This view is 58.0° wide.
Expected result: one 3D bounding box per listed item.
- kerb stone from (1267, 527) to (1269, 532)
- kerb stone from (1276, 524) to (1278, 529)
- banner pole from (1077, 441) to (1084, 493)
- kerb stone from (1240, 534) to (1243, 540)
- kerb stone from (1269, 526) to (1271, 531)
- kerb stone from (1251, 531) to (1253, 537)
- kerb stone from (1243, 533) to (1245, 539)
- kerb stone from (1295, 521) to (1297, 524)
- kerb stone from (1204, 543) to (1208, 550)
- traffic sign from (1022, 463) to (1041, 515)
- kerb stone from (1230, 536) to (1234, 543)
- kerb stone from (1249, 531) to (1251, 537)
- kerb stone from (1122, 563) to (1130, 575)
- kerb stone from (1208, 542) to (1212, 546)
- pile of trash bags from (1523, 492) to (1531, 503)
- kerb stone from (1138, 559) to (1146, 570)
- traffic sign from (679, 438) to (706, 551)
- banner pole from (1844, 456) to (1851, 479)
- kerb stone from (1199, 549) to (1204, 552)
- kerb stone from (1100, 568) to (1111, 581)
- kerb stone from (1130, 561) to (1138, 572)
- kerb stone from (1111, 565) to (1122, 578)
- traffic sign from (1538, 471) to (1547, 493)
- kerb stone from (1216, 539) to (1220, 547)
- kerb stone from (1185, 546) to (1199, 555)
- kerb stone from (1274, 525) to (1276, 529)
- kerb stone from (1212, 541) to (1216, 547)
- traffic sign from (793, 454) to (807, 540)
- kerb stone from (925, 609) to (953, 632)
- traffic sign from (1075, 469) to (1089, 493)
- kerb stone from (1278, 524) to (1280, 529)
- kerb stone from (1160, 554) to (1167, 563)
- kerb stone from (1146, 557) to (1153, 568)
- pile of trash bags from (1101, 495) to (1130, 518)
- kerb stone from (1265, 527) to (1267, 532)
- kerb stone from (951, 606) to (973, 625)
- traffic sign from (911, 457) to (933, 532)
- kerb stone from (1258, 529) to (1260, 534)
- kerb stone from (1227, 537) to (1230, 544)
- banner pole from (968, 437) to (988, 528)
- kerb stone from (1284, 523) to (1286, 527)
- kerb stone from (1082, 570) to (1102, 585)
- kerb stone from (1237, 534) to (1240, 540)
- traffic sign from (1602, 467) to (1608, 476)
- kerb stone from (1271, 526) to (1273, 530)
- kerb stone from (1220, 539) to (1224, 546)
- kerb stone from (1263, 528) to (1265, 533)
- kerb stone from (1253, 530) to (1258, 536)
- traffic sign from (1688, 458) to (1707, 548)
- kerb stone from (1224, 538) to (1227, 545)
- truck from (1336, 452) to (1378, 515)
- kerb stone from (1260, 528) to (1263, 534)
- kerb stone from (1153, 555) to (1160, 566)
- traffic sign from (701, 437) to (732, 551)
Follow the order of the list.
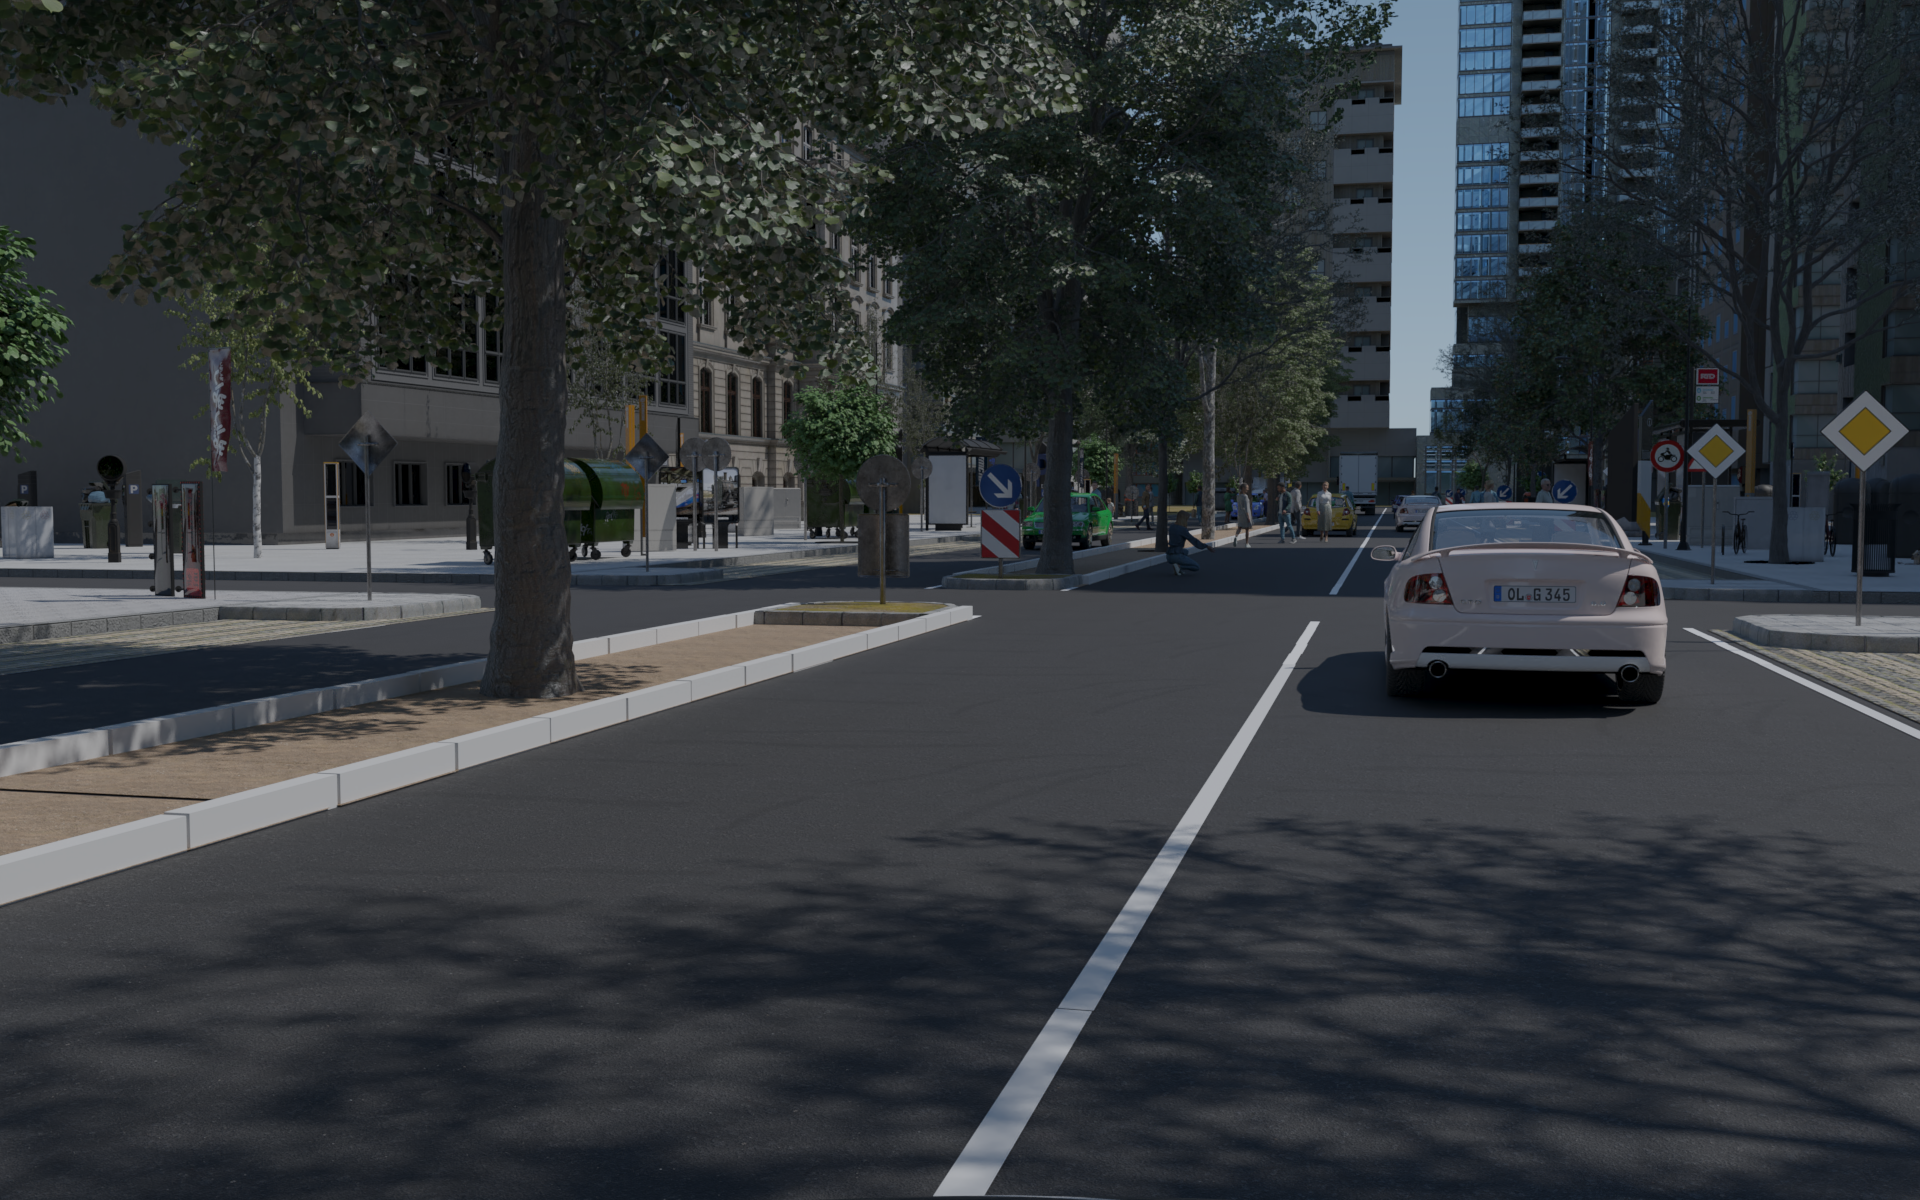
[{"bbox_3d":[11.331,-2.595,64.634,0.120,0.150,1.000,1,4,14],"label":"kerb stone"},{"bbox_3d":[12.588,-2.899,69.634,0.120,0.150,1.000,1,4,14],"label":"kerb stone"},{"bbox_3d":[5.707,-5.636,82.164,0.401,3.779,0.863,-1,4,-19],"label":"banner pole"},{"bbox_3d":[8.586,-1.925,53.701,0.120,0.150,1.000,1,4,14],"label":"kerb stone"},{"bbox_3d":[11.588,-2.653,65.632,0.120,0.150,1.000,1,4,14],"label":"kerb stone"},{"bbox_3d":[9.586,-2.166,57.667,0.120,0.150,1.000,1,4,14],"label":"kerb stone"},{"bbox_3d":[8.843,-1.987,54.690,0.120,0.150,1.000,1,4,14],"label":"kerb stone"},{"bbox_3d":[17.086,-3.990,87.536,0.120,0.150,1.000,1,4,14],"label":"kerb stone"},{"bbox_3d":[6.087,-1.319,43.755,0.120,0.150,1.000,1,4,14],"label":"kerb stone"},{"bbox_3d":[2.894,-4.300,70.417,0.768,2.556,0.104,1,4,19],"label":"traffic sign"},{"bbox_3d":[7.841,-1.744,50.715,0.120,0.150,1.000,1,4,14],"label":"kerb stone"},{"bbox_3d":[9.345,-2.109,56.674,0.120,0.150,1.000,1,4,14],"label":"kerb stone"},{"bbox_3d":[2.842,-0.525,30.835,0.120,0.150,1.000,1,4,14],"label":"kerb stone"},{"bbox_3d":[6.343,-1.380,44.754,0.120,0.150,1.000,1,4,14],"label":"kerb stone"},{"bbox_3d":[29.905,-4.837,88.830,1.912,1.369,3.447,-1,4,-14],"label":"pile of trash bags"},{"bbox_3d":[3.346,-0.650,32.822,0.120,0.150,1.000,1,4,14],"label":"kerb stone"},{"bbox_3d":[-5.986,-2.383,39.073,0.768,2.556,0.104,1,4,16],"label":"traffic sign"},{"bbox_3d":[39.757,-5.340,77.322,0.863,3.779,0.401,1,4,22],"label":"banner pole"},{"bbox_3d":[5.840,-1.258,42.763,0.120,0.150,1.000,1,4,14],"label":"kerb stone"},{"bbox_3d":[2.341,-0.407,28.845,0.120,0.150,1.000,1,4,14],"label":"kerb stone"},{"bbox_3d":[3.095,-0.589,31.825,0.120,0.150,1.000,1,4,14],"label":"kerb stone"},{"bbox_3d":[2.603,-0.467,29.834,0.120,0.150,1.000,1,4,14],"label":"kerb stone"},{"bbox_3d":[32.041,-5.854,95.820,0.768,2.556,0.104,1,4,22],"label":"traffic sign"},{"bbox_3d":[6.839,-1.501,46.741,0.120,0.150,1.000,1,4,14],"label":"kerb stone"},{"bbox_3d":[5.592,-1.197,41.771,0.120,0.150,1.000,1,4,14],"label":"kerb stone"},{"bbox_3d":[12.346,-2.839,68.632,0.120,0.150,1.000,1,4,14],"label":"kerb stone"},{"bbox_3d":[6.596,-1.440,45.747,0.120,0.150,1.000,1,4,14],"label":"kerb stone"},{"bbox_3d":[-4.277,-2.921,47.857,0.768,2.556,0.104,2,4,23],"label":"traffic sign"},{"bbox_3d":[-0.284,0.234,18.377,0.120,0.150,1.000,1,4,14],"label":"kerb stone"},{"bbox_3d":[6.100,-5.299,86.746,0.768,2.556,0.104,1,4,20],"label":"traffic sign"},{"bbox_3d":[12.835,-2.960,70.626,0.120,0.150,1.000,1,4,14],"label":"kerb stone"},{"bbox_3d":[4.092,-0.830,35.803,0.120,0.150,1.000,1,4,14],"label":"kerb stone"},{"bbox_3d":[3.588,-0.710,33.815,0.120,0.150,1.000,1,4,14],"label":"kerb stone"},{"bbox_3d":[8.302,-5.210,94.931,3.447,1.369,1.912,-3,5,-42],"label":"pile of trash bags"},{"bbox_3d":[11.085,-2.535,63.642,0.120,0.150,1.000,1,4,14],"label":"kerb stone"},{"bbox_3d":[-0.036,0.173,19.373,0.120,0.150,1.000,1,4,14],"label":"kerb stone"},{"bbox_3d":[-1.309,-3.606,59.066,0.768,2.556,0.104,1,4,16],"label":"traffic sign"},{"bbox_3d":[10.339,-2.349,60.667,0.120,0.150,1.000,1,4,14],"label":"kerb stone"},{"bbox_3d":[7.586,-1.680,49.723,0.120,0.150,1.000,1,4,14],"label":"kerb stone"},{"bbox_3d":[0.665,-4.678,66.499,0.863,3.779,0.401,0,4,-7],"label":"banner pole"},{"bbox_3d":[13.839,-3.205,74.604,0.120,0.150,1.000,1,4,14],"label":"kerb stone"},{"bbox_3d":[2.099,-0.341,27.852,0.120,0.150,1.000,1,4,14],"label":"kerb stone"},{"bbox_3d":[8.337,-1.864,52.709,0.120,0.150,1.000,1,4,14],"label":"kerb stone"},{"bbox_3d":[21.886,-3.469,57.910,0.795,2.450,0.064,1,4,23],"label":"traffic sign"},{"bbox_3d":[11.836,-2.718,66.633,0.120,0.150,1.000,1,4,14],"label":"kerb stone"},{"bbox_3d":[7.095,-1.562,47.737,0.120,0.150,1.000,1,4,14],"label":"kerb stone"},{"bbox_3d":[10.839,-2.474,62.649,0.120,0.150,1.000,1,4,14],"label":"kerb stone"},{"bbox_3d":[10.090,-2.291,59.658,0.120,0.150,1.000,1,4,14],"label":"kerb stone"},{"bbox_3d":[17.620,-2.510,41.050,0.884,2.594,0.081,1,4,22],"label":"traffic sign"},{"bbox_3d":[7.343,-1.623,48.730,0.120,0.150,1.000,1,4,14],"label":"kerb stone"},{"bbox_3d":[27.643,-8.049,120.508,2.839,4.237,11.283,1,4,12],"label":"truck"},{"bbox_3d":[10.587,-2.414,61.659,0.120,0.150,1.000,1,4,14],"label":"kerb stone"},{"bbox_3d":[3.847,-0.770,34.809,0.120,0.150,1.000,1,4,14],"label":"kerb stone"},{"bbox_3d":[-5.459,-2.362,38.726,0.768,2.556,0.104,1,4,22],"label":"traffic sign"}]
